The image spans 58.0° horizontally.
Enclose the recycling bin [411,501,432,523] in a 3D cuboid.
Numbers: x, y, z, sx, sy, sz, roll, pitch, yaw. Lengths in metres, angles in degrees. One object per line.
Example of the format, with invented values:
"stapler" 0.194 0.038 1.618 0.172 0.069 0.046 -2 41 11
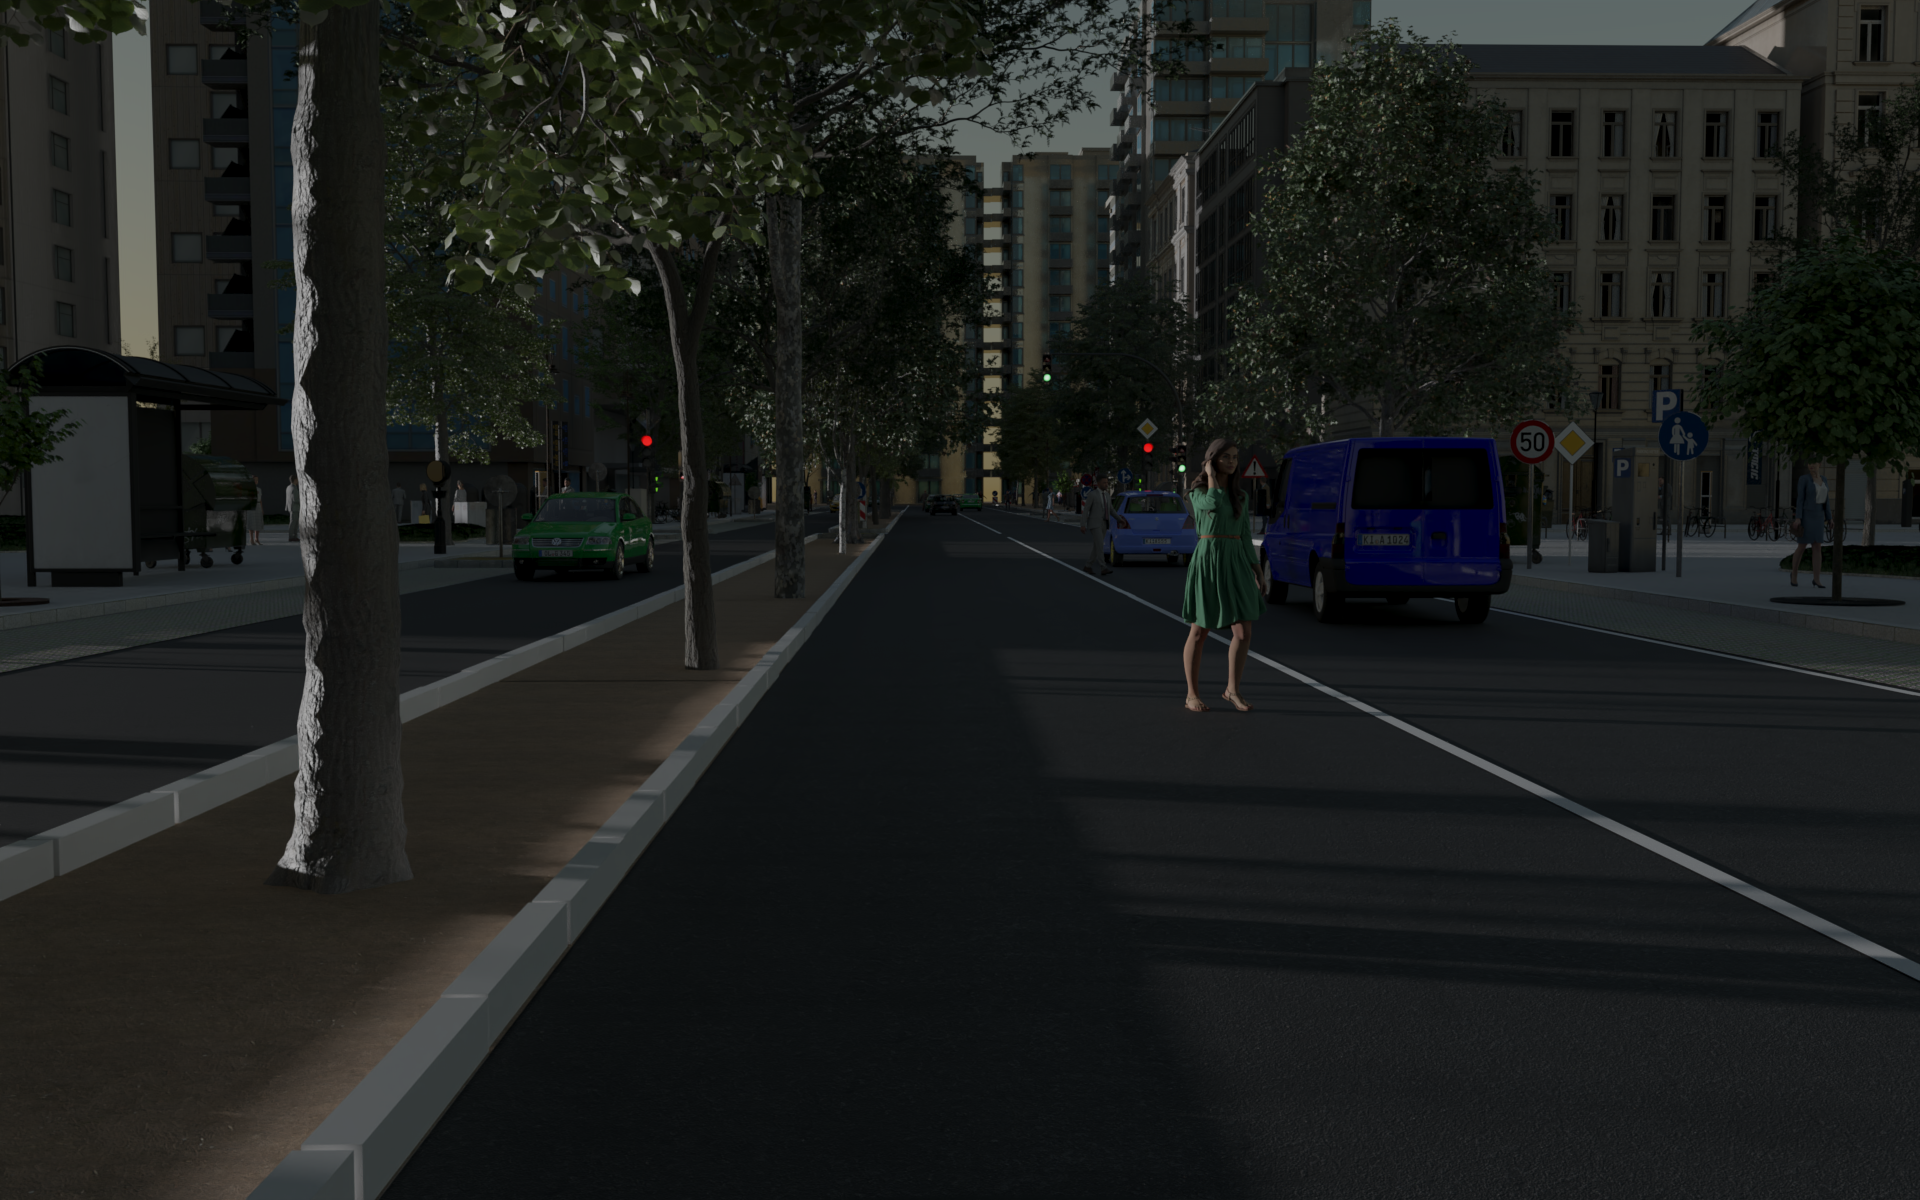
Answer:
"recycling bin" -20.284 -3.222 65.226 0.722 1.027 0.722 -1 4 -15

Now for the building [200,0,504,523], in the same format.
"building" -25.713 -26.383 81.477 14.600 45.320 14.200 0 4 -1

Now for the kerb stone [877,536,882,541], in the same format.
"kerb stone" -2.345 -1.639 49.009 0.120 0.150 1.000 0 4 -1

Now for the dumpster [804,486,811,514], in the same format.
"dumpster" -11.517 -7.188 122.473 1.985 2.255 1.502 0 4 -2

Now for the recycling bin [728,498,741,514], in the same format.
"recycling bin" -14.213 -5.913 109.226 0.722 1.027 0.722 -1 4 -18

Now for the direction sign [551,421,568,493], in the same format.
"direction sign" -12.426 -3.783 53.857 0.379 3.537 0.876 1 4 19

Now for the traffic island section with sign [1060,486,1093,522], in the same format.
"traffic island section with sign" 6.340 -4.897 88.697 1.989 1.847 2.006 0 4 -1

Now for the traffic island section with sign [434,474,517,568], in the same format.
"traffic island section with sign" -9.164 -1.570 34.301 1.989 1.847 2.006 0 4 -1

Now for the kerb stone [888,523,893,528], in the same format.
"kerb stone" -2.863 -2.926 70.046 0.120 0.150 1.000 0 4 -1

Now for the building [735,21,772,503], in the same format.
"building" -41.941 -56.605 238.156 31.000 86.520 22.319 0 4 -1

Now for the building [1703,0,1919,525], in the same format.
"building" 47.721 -17.155 77.747 25.104 27.353 12.463 0 4 -1

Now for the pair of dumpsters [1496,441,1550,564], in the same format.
"pair of dumpsters" 9.998 -1.910 33.720 1.574 2.255 4.437 0 4 -1

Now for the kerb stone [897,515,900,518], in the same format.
"kerb stone" -3.412 -4.304 92.583 0.120 0.150 1.000 0 4 -1

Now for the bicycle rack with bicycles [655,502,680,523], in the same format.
"bicycle rack with bicycles" -13.465 -3.976 78.382 2.925 0.926 2.852 2 4 26

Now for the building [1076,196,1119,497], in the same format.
"building" 29.795 -30.804 195.527 32.217 40.220 23.993 0 4 -1

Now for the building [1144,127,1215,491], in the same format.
"building" 21.600 -21.010 129.420 13.634 28.700 20.117 0 4 -1

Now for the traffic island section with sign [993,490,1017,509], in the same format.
"traffic island section with sign" 4.454 -9.629 166.058 1.989 1.847 2.006 0 4 -1

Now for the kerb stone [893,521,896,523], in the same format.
"kerb stone" -3.013 -3.296 76.196 0.120 0.150 1.000 0 4 -1

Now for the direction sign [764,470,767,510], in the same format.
"direction sign" -15.613 -8.954 138.389 0.379 3.537 0.876 -1 4 -9

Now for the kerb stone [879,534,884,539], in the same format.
"kerb stone" -2.426 -1.828 52.076 0.120 0.150 1.000 0 4 -1

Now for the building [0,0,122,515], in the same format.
"building" -47.569 -24.046 76.745 14.086 41.232 14.154 0 4 -1

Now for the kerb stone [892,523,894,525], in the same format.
"kerb stone" -2.879 -2.987 71.074 0.120 0.150 1.000 0 4 -1

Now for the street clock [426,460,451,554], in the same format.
"street clock" -11.129 -1.985 37.021 0.471 2.002 0.358 1 4 15

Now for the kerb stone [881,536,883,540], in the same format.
"kerb stone" -2.378 -1.702 50.031 0.120 0.150 1.000 0 4 -1

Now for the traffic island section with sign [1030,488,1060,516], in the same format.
"traffic island section with sign" 5.673 -6.557 115.835 1.989 1.847 2.006 0 4 -1

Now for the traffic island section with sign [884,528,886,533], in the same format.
"traffic island section with sign" -3.741 -3.387 63.507 2.006 1.907 1.989 0 4 -1

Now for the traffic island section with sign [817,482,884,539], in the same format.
"traffic island section with sign" -3.571 -2.934 56.102 2.006 1.907 1.989 0 4 -1

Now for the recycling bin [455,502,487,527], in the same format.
"recycling bin" -15.249 -2.535 54.009 0.722 1.027 0.722 3 4 38

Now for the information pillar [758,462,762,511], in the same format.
"information pillar" -14.767 -8.328 127.524 0.504 3.616 0.183 -3 5 -41

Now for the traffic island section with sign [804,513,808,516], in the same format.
"traffic island section with sign" -11.141 -6.540 115.551 1.989 1.847 2.006 0 4 -1

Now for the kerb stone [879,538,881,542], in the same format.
"kerb stone" -2.324 -1.572 47.988 0.120 0.150 1.000 0 4 -1

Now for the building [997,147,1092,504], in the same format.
"building" 19.496 -38.068 242.013 30.456 49.044 23.786 0 4 -1

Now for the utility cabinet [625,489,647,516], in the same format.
"utility cabinet" -13.258 -3.808 70.936 0.318 1.500 1.173 -3 5 -42

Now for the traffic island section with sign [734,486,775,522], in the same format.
"traffic island section with sign" -10.480 -4.891 88.604 1.989 1.847 2.006 0 4 -1

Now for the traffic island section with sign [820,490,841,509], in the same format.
"traffic island section with sign" -12.362 -9.592 165.452 1.989 1.847 2.006 0 4 -1

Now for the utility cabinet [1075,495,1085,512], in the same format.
"utility cabinet" 8.127 -6.357 115.100 1.020 1.237 0.306 3 5 44

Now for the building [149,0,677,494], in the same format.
"building" -33.852 -32.071 113.602 28.713 52.752 27.495 0 4 -1

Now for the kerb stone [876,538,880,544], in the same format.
"kerb stone" -2.304 -1.515 46.966 0.120 0.150 1.000 0 4 -1

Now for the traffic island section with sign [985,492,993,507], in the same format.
"traffic island section with sign" 3.774 -11.319 193.694 1.989 1.847 2.006 0 4 -1

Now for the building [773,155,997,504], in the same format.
"building" -10.962 -38.051 241.735 30.456 49.044 23.786 0 4 -1

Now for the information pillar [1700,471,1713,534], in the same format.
"information pillar" 24.080 -3.145 55.908 0.304 2.012 0.304 2 4 31

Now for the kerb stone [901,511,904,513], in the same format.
"kerb stone" -3.910 -5.558 113.075 0.120 0.150 1.000 0 4 -1

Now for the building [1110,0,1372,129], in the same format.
"building" 26.404 -33.540 167.994 23.786 49.044 30.456 0 4 -1

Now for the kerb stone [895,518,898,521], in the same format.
"kerb stone" -3.192 -3.741 83.360 0.120 0.150 1.000 0 4 -1

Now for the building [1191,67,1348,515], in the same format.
"building" 23.178 -19.190 107.260 14.314 27.812 24.014 0 4 -1

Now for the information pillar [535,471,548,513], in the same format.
"information pillar" -13.425 -3.127 55.622 0.304 2.012 0.304 -3 4 -36

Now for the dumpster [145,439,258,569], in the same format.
"dumpster" -13.509 -1.717 30.566 1.502 2.255 1.985 0 4 -1

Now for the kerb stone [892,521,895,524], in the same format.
"kerb stone" -2.967 -3.178 74.150 0.120 0.150 1.000 0 4 -1

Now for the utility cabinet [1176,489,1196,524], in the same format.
"utility cabinet" 9.760 -3.975 73.672 1.173 1.500 0.318 -2 4 -29

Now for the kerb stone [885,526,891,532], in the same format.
"kerb stone" -2.735 -2.607 64.915 0.120 0.150 1.000 0 4 -1

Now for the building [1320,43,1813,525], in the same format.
"building" 25.930 -13.911 76.590 18.267 20.994 9.793 0 4 -1

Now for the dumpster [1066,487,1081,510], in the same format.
"dumpster" 8.964 -7.938 135.536 1.264 1.857 1.865 0 4 -1

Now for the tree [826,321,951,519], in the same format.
"tree" -4.705 -12.249 109.376 9.857 13.997 8.962 0 3 0

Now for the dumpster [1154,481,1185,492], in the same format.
"dumpster" 9.684 -4.533 79.869 1.264 1.857 1.865 0 4 -1

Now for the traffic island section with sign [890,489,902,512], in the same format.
"traffic island section with sign" -5.581 -7.981 138.623 2.006 1.907 1.989 0 4 -1

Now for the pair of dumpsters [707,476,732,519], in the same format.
"pair of dumpsters" -13.033 -5.436 91.374 1.574 2.255 4.437 0 4 -1

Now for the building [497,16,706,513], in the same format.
"building" -29.267 -30.272 145.061 14.600 45.320 14.200 0 4 -1

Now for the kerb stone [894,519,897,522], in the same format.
"kerb stone" -3.111 -3.552 80.295 0.120 0.150 1.000 0 4 -1

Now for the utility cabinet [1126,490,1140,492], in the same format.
"utility cabinet" 10.240 -5.782 103.207 0.318 1.500 1.173 -2 4 -35

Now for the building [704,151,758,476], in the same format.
"building" -34.425 -34.942 195.004 21.600 48.544 21.300 0 4 -1
